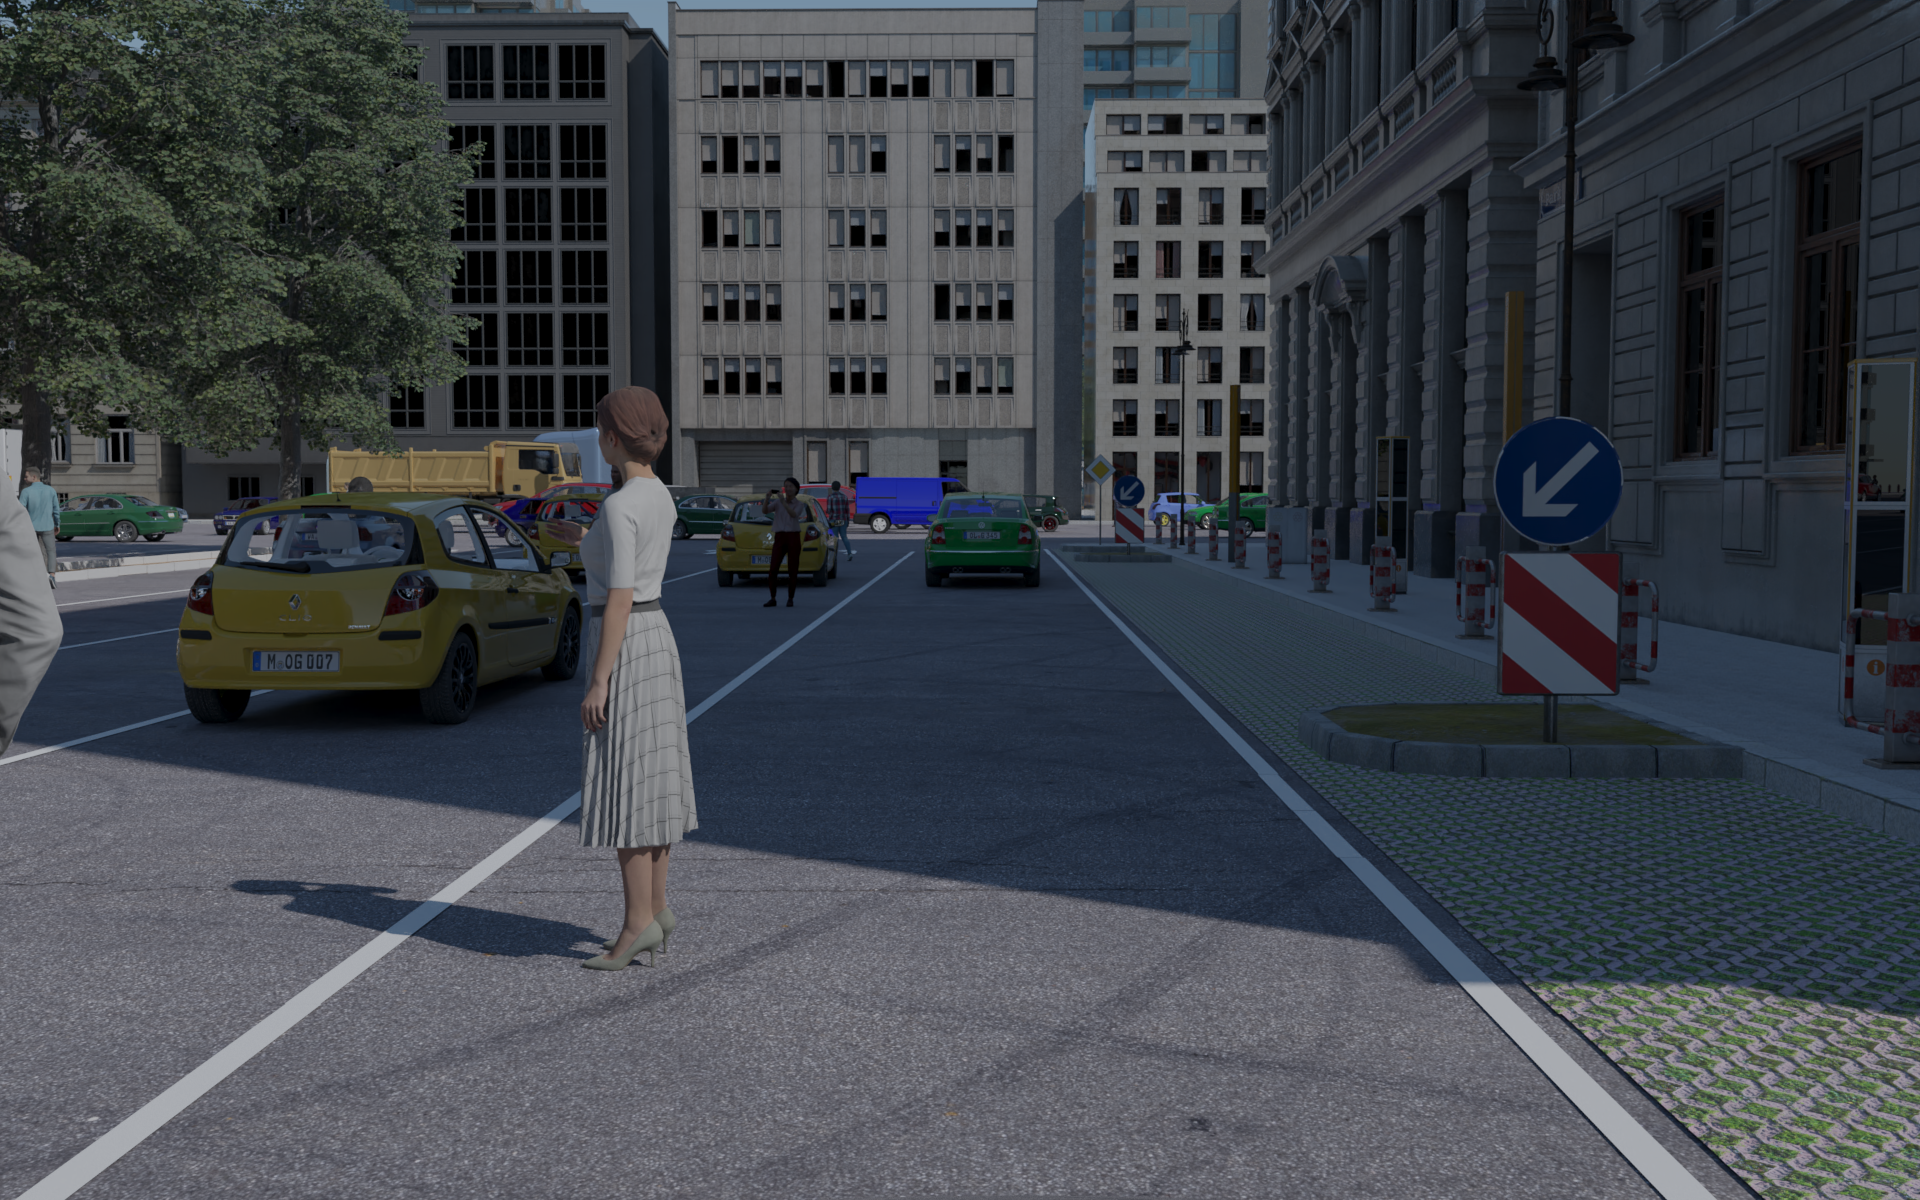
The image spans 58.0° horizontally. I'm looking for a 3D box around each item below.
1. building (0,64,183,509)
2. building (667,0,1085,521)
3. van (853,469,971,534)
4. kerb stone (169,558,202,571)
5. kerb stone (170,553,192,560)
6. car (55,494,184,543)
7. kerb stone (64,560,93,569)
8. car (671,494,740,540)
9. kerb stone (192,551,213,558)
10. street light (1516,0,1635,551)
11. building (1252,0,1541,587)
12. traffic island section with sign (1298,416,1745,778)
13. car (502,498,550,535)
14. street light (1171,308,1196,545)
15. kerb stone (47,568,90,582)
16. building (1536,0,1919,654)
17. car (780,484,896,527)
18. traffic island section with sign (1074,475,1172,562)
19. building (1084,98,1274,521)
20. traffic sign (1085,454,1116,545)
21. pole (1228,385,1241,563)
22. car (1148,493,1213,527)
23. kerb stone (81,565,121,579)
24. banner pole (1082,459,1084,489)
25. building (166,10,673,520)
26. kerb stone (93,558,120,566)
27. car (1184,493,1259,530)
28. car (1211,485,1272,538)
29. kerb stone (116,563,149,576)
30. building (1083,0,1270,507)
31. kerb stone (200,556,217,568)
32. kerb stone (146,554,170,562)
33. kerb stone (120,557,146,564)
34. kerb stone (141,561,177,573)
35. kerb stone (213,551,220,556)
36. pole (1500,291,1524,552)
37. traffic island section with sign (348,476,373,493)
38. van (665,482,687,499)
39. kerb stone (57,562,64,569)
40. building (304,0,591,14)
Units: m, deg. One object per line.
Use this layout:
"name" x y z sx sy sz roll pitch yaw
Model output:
"building" -53.911 -15.893 93.131 30.059 22.955 16.112 0 4 1
"building" -3.928 -16.597 89.381 19.932 24.808 12.078 0 4 1
"van" -1.262 -3.589 63.069 5.245 2.365 2.240 0 4 -1
"kerb stone" -14.706 -0.651 32.833 0.120 0.150 1.000 0 4 1
"kerb stone" -16.735 -0.904 36.975 0.120 0.150 1.000 0 4 1
"car" -25.918 -2.455 51.936 4.920 1.459 2.131 0 4 3
"kerb stone" -16.807 -0.652 32.854 0.120 0.150 1.000 0 4 1
"car" -7.476 -2.622 54.663 4.920 1.459 2.131 0 4 1
"kerb stone" -16.723 -0.967 38.004 0.120 0.150 1.000 0 4 1
"street light" 5.033 -2.542 14.345 0.468 5.910 1.993 0 4 1
"building" 12.070 -12.437 32.221 11.050 23.489 19.941 0 4 1
"traffic island section with sign" 2.963 -0.061 9.630 1.989 1.847 2.006 0 4 1
"car" -10.578 -2.120 47.237 3.894 1.354 1.945 0 4 3
"street light" 5.566 -4.308 43.228 0.468 5.910 1.993 0 4 1
"kerb stone" -14.777 -0.390 28.700 0.120 0.150 1.000 0 4 1
"building" 11.950 -10.693 10.995 11.583 22.565 21.152 0 4 1
"car" -4.668 -3.532 66.415 5.304 1.827 2.281 0 3 0
"traffic island section with sign" 3.445 -1.734 36.983 1.989 1.847 2.006 0 4 1
"building" 14.958 -14.214 87.143 16.860 20.320 10.420 0 4 1
"traffic sign" 3.537 -2.448 43.665 0.795 2.450 0.064 0 4 1
"pole" 5.136 -2.358 32.403 0.158 3.312 0.155 0 3 0
"car" 10.203 -4.109 76.768 3.694 1.707 1.945 0 4 0
"kerb stone" -14.761 -0.461 29.729 0.120 0.150 1.000 0 4 1
"banner pole" 7.602 -7.325 109.774 0.863 3.779 0.401 -3 4 -37
"building" -26.903 -18.203 91.128 24.014 27.812 14.314 0 4 1
"kerb stone" -16.793 -0.715 33.885 0.120 0.150 1.000 0 4 1
"car" 11.345 -3.738 69.911 4.718 1.807 1.959 0 4 1
"car" 10.587 -2.950 57.021 4.718 1.807 1.959 0 4 2
"kerb stone" -14.755 -0.523 30.757 0.120 0.150 1.000 0 4 1
"building" 20.674 -33.740 171.256 23.786 49.044 30.456 0 4 1
"kerb stone" -14.694 -0.712 33.861 0.120 0.150 1.000 0 4 1
"kerb stone" -16.750 -0.834 35.947 0.120 0.150 1.000 0 4 1
"kerb stone" -16.775 -0.778 34.913 0.120 0.150 1.000 0 4 1
"kerb stone" -14.725 -0.580 31.796 0.120 0.150 1.000 0 4 1
"kerb stone" -16.695 -1.030 39.042 0.120 0.150 1.000 0 4 1
"pole" 5.591 -1.450 17.552 0.158 3.312 0.155 0 3 0
"traffic island section with sign" -15.551 -2.213 44.318 2.006 1.907 1.989 0 4 1
"van" -12.767 -4.496 80.514 4.112 2.044 2.013 0 4 0
"kerb stone" -16.832 -0.589 31.826 0.120 0.150 1.000 0 4 1
"building" -44.602 -32.929 158.001 23.786 49.044 30.456 0 4 1
